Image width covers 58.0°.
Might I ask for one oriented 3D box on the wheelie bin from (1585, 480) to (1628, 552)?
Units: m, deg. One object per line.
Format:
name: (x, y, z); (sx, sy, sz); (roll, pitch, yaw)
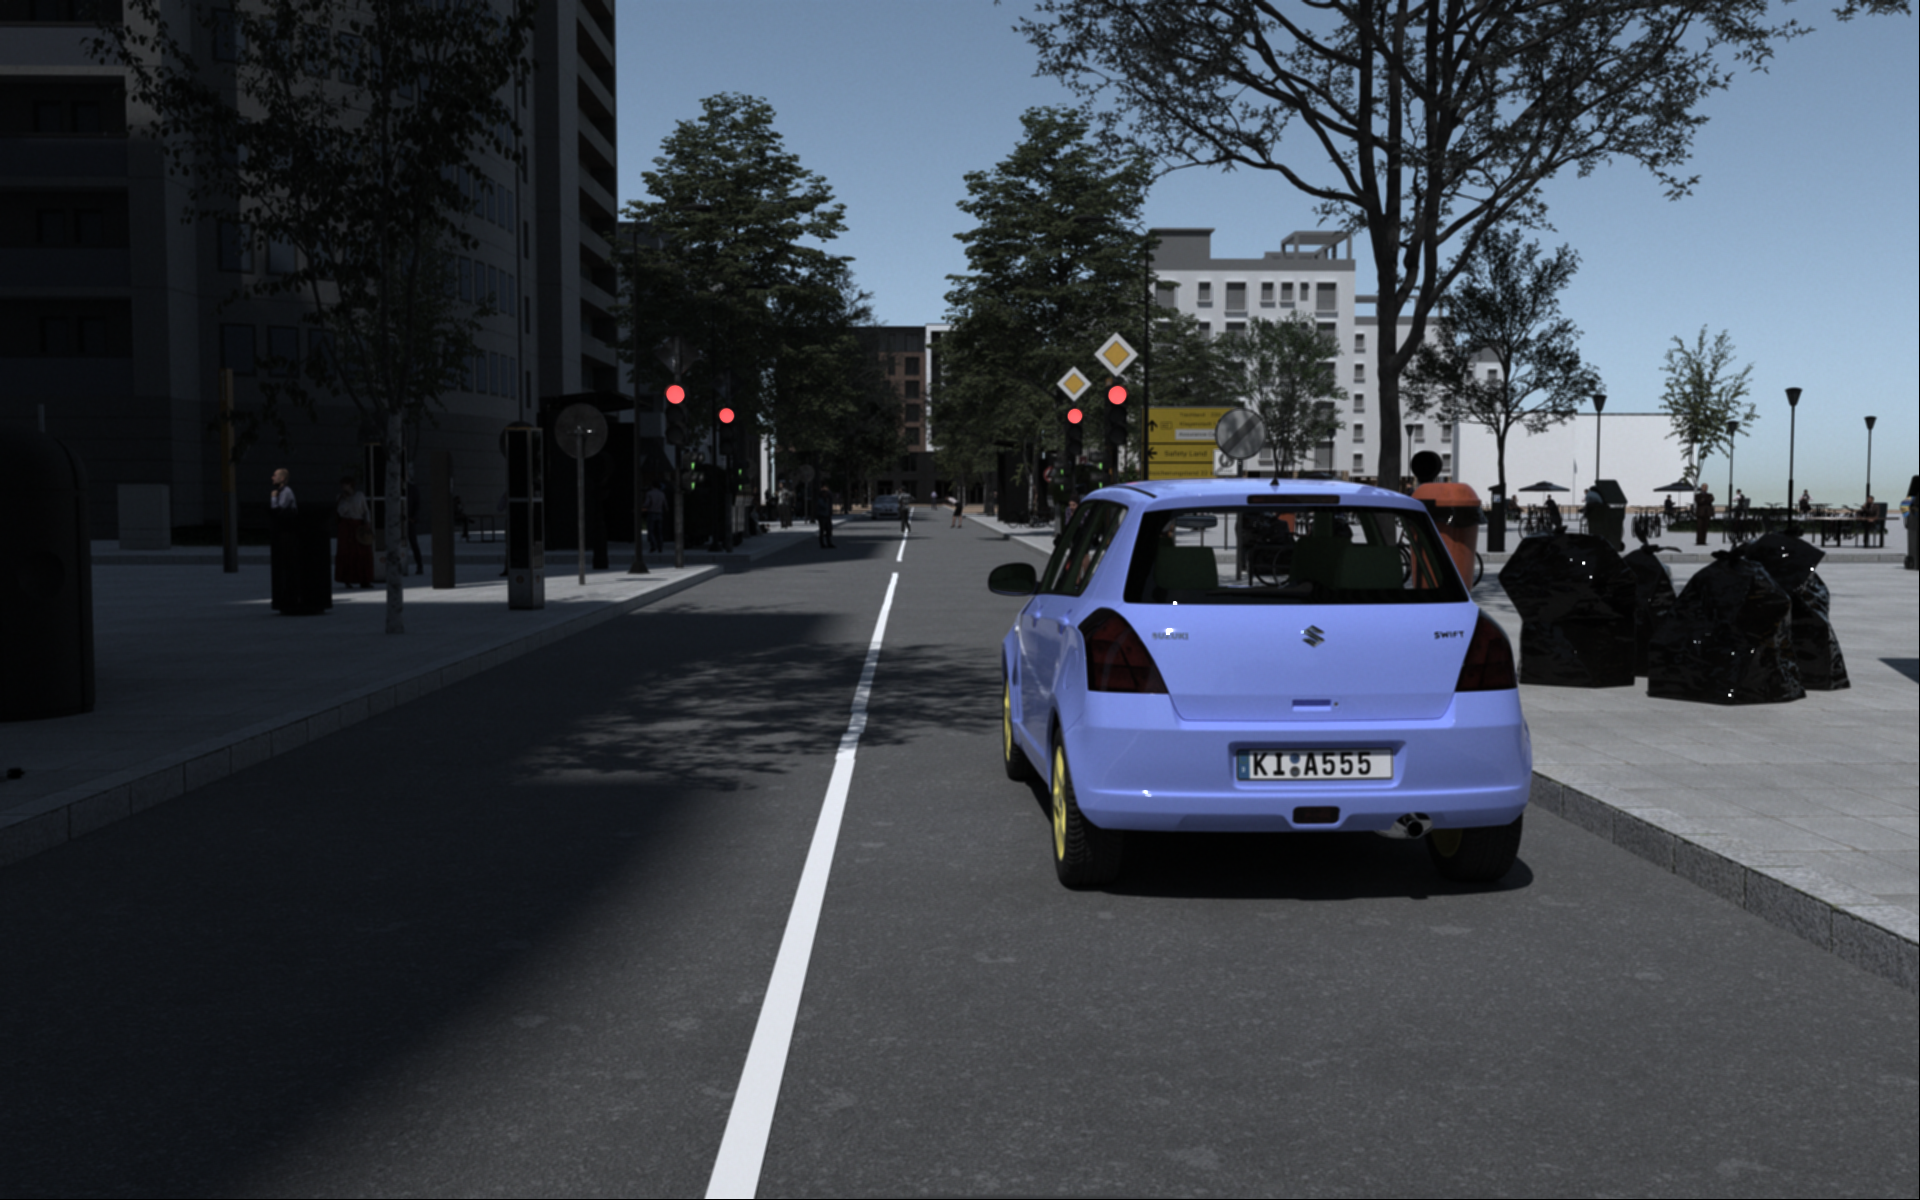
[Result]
wheelie bin: (14.273, -1.863, 38.375); (0.980, 1.594, 0.693); (-2, 4, -27)

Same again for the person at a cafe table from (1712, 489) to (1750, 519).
person at a cafe table: (38.046, -4.694, 85.270); (1.698, 1.524, 1.622); (-2, 4, -32)

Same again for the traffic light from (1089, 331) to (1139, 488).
traffic light: (2.678, -2.516, 30.065); (0.839, 4.253, 0.868); (0, 4, -1)

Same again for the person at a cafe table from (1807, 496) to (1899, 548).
person at a cafe table: (21.713, -1.889, 41.754); (1.726, 1.238, 1.698); (-2, 4, -35)

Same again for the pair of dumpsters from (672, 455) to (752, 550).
pair of dumpsters: (-5.996, -2.416, 41.991); (1.574, 2.255, 4.437); (0, 4, -1)

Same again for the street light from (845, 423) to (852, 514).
street light: (-6.745, -8.461, 110.870); (1.470, 5.913, 1.316); (0, 4, -1)

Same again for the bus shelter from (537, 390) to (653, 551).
bus shelter: (-8.782, -3.111, 42.145); (1.731, 3.624, 6.357); (0, 4, -2)

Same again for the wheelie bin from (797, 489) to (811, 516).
wheelie bin: (-8.884, -5.587, 99.257); (0.980, 1.594, 0.693); (-2, 4, -31)

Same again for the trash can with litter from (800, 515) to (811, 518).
trash can with litter: (-8.016, -5.120, 94.766); (2.233, 1.210, 1.678); (0, 3, 0)

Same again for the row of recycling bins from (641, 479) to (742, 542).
row of recycling bins: (-7.625, -2.414, 46.578); (3.534, 1.692, 1.069); (0, 4, 2)

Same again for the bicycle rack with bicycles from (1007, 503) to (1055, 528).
bicycle rack with bicycles: (3.202, -3.210, 65.871); (2.925, 0.926, 2.852); (-1, 4, -12)

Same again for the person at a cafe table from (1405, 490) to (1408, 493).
person at a cafe table: (29.005, -6.409, 113.303); (1.698, 1.524, 1.622); (-2, 4, -32)

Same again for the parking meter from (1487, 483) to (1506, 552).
parking meter: (11.861, -1.828, 38.294); (0.372, 1.533, 0.369); (0, 3, 0)

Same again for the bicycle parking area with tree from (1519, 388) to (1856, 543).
bicycle parking area with tree: (20.618, -3.769, 48.624); (9.016, 4.147, 8.231); (-3, 4, -38)

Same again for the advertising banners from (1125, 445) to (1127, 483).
advertising banners: (5.662, -3.801, 58.331); (0.090, 3.025, 2.074); (0, 4, 1)

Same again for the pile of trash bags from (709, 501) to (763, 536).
pile of trash bags: (-7.753, -2.699, 53.882); (3.447, 1.369, 1.912); (3, 4, 36)

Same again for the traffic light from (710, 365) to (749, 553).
traffic light: (-5.041, -2.992, 37.843); (0.839, 4.253, 0.868); (0, 4, -1)

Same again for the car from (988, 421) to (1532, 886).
car: (1.116, 0.118, 7.667); (1.945, 1.707, 3.694); (0, 4, -3)

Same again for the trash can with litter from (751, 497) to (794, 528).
trash can with litter: (-7.744, -3.371, 66.170); (1.678, 1.210, 2.233); (3, 4, 37)

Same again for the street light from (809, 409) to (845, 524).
street light: (-5.890, -6.295, 75.456); (1.470, 5.913, 1.316); (0, 4, -1)

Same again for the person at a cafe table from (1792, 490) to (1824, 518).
person at a cafe table: (46.384, -5.280, 94.840); (1.698, 1.524, 1.622); (1, 4, 11)

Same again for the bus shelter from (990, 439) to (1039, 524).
bus shelter: (2.320, -5.259, 77.265); (1.731, 3.624, 6.357); (0, 4, -1)

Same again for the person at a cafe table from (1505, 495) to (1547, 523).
person at a cafe table: (25.275, -4.092, 77.770); (1.698, 1.238, 1.726); (-2, 4, -34)

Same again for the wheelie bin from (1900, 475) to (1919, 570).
wheelie bin: (16.386, -1.299, 29.142); (0.980, 1.594, 0.693); (1, 4, 10)

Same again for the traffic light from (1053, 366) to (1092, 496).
traffic light: (2.478, -3.005, 38.047); (0.839, 4.253, 0.868); (0, 4, -1)

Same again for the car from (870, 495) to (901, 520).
car: (-4.112, -5.275, 98.611); (2.083, 1.381, 4.827); (0, 4, -3)

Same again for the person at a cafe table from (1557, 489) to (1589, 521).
person at a cafe table: (30.042, -4.612, 83.915); (1.622, 1.524, 1.698); (3, 4, 38)

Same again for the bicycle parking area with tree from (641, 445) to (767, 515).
bicycle parking area with tree: (-15.643, -7.184, 104.458); (9.016, 4.147, 8.231); (0, 4, -5)

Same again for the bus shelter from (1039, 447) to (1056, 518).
bus shelter: (4.689, -5.918, 88.037); (1.731, 3.624, 6.357); (0, 4, -2)

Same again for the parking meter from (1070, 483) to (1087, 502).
parking meter: (2.690, -1.895, 39.402); (0.372, 1.533, 0.369); (0, 3, 0)

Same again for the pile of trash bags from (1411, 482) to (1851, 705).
pile of trash bags: (4.481, -0.154, 12.264); (1.912, 1.369, 3.447); (-2, 4, -32)

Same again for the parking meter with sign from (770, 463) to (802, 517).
parking meter with sign: (-9.808, -6.198, 97.596); (1.738, 3.016, 0.543); (-1, 4, -9)

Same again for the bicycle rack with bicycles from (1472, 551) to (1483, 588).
bicycle rack with bicycles: (5.038, -0.583, 22.912); (2.852, 0.926, 2.925); (-3, 5, -44)

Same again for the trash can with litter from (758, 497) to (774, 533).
trash can with litter: (-6.813, -2.791, 57.015); (1.055, 1.170, 0.624); (-2, 4, -24)

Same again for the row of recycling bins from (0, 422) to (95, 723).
row of recycling bins: (-6.164, -0.250, 11.198); (1.069, 1.692, 3.534); (-2, 4, -26)

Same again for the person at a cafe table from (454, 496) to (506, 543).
person at a cafe table: (-12.983, -2.168, 46.311); (1.726, 1.238, 1.698); (0, 4, 6)

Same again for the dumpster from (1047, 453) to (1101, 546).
dumpster: (2.888, -2.375, 41.330); (1.502, 2.255, 1.985); (0, 4, -1)

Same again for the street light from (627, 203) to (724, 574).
street light: (-4.650, -3.381, 27.821); (1.470, 5.913, 1.316); (0, 4, -1)

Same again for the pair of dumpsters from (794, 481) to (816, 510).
pair of dumpsters: (-9.711, -6.585, 110.153); (1.574, 2.255, 4.437); (0, 4, -1)

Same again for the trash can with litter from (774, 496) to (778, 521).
trash can with litter: (-9.071, -4.286, 81.463); (1.055, 1.170, 0.624); (1, 4, 23)

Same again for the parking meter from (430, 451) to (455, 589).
parking meter: (-7.026, -1.089, 23.524); (0.255, 1.863, 0.399); (-1, 4, -9)

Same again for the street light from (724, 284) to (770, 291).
street light: (-4.906, -4.027, 38.380); (1.470, 5.913, 1.316); (0, 4, -1)

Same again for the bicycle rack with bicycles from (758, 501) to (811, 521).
bicycle rack with bicycles: (-8.498, -4.332, 84.205); (2.925, 0.926, 2.852); (1, 4, 21)

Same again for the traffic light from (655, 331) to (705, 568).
traffic light: (-4.840, -2.504, 29.861); (0.839, 4.253, 0.868); (0, 4, -1)

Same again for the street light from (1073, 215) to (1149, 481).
street light: (2.583, -3.456, 29.049); (1.470, 5.913, 1.316); (0, 4, -1)

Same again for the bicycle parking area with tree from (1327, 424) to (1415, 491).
bicycle parking area with tree: (17.543, -5.306, 73.748); (9.016, 4.147, 8.231); (-1, 4, -12)
